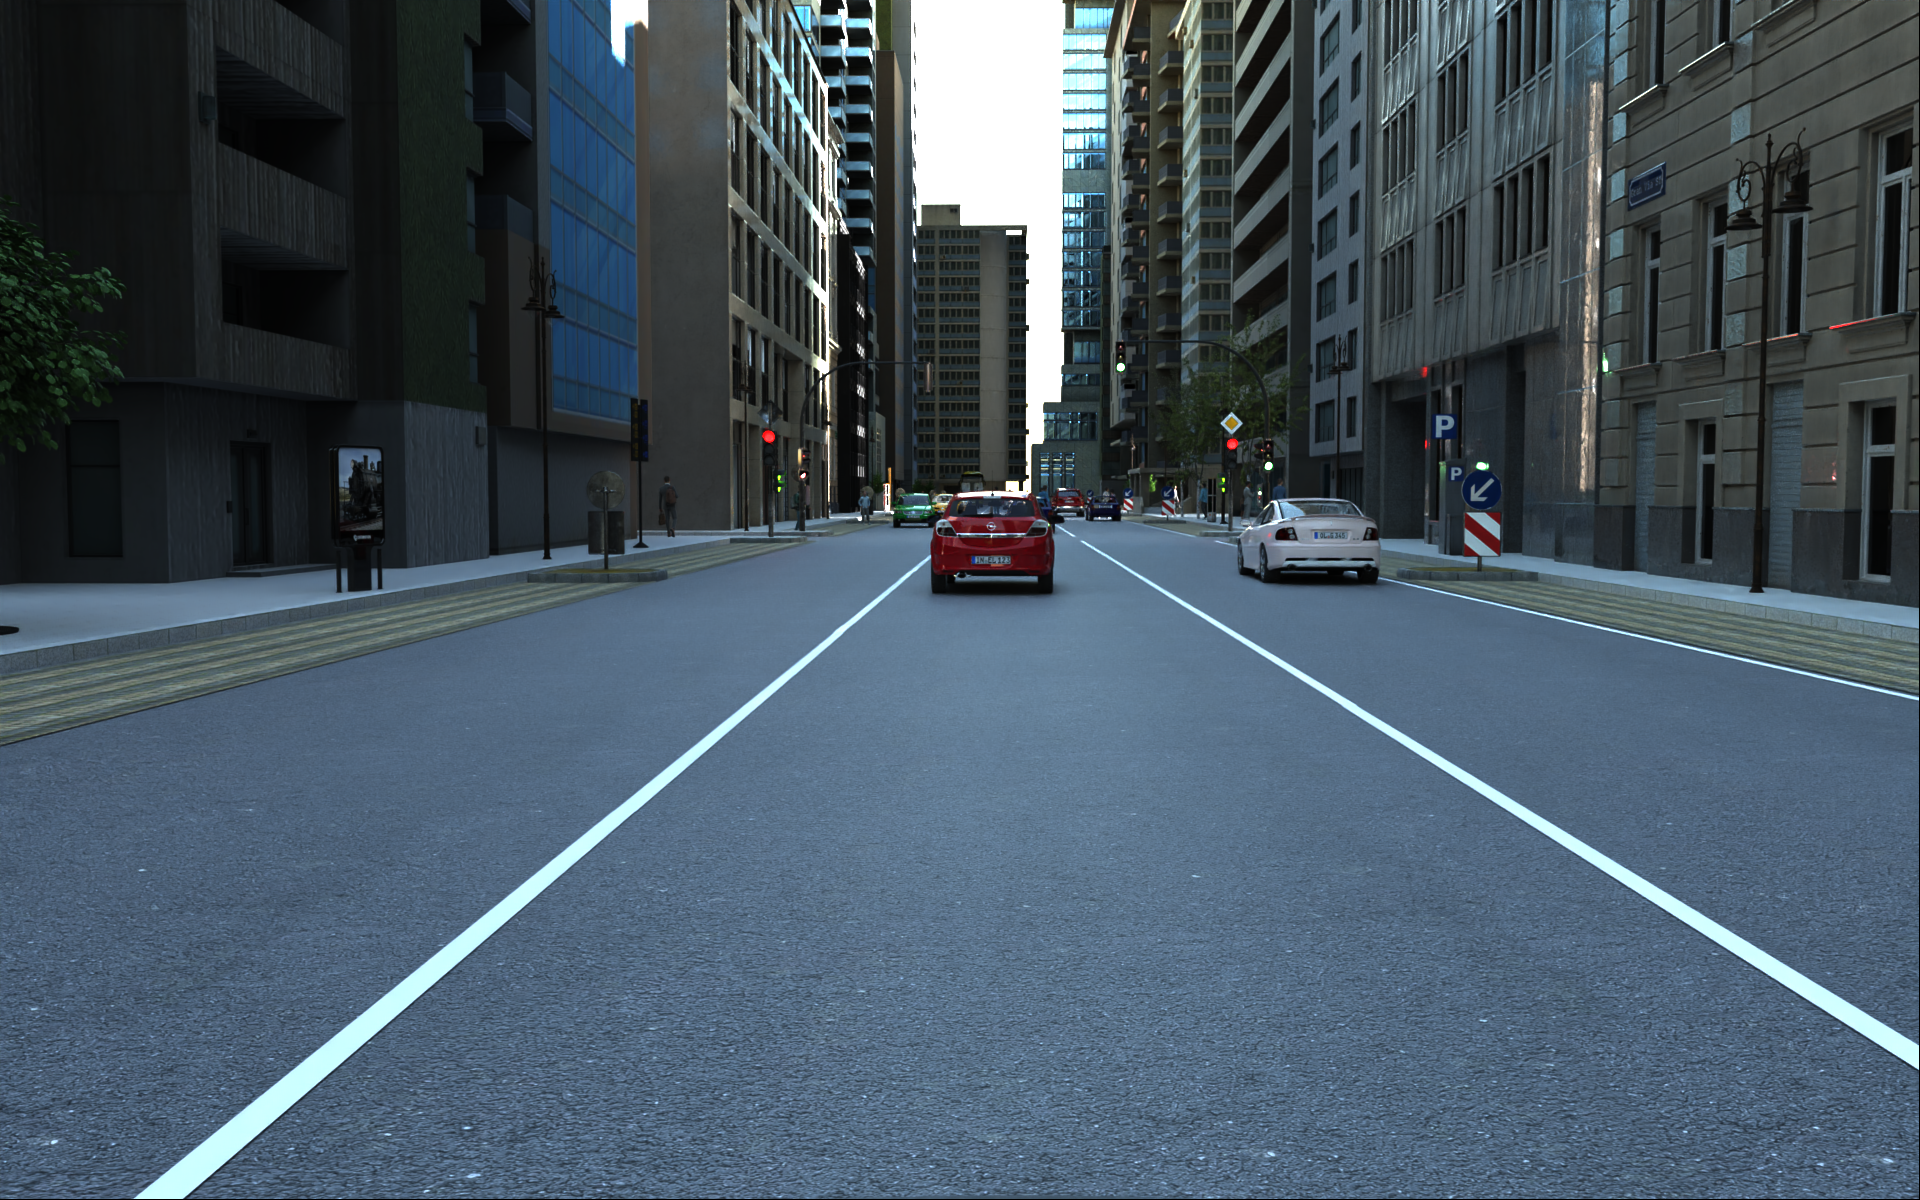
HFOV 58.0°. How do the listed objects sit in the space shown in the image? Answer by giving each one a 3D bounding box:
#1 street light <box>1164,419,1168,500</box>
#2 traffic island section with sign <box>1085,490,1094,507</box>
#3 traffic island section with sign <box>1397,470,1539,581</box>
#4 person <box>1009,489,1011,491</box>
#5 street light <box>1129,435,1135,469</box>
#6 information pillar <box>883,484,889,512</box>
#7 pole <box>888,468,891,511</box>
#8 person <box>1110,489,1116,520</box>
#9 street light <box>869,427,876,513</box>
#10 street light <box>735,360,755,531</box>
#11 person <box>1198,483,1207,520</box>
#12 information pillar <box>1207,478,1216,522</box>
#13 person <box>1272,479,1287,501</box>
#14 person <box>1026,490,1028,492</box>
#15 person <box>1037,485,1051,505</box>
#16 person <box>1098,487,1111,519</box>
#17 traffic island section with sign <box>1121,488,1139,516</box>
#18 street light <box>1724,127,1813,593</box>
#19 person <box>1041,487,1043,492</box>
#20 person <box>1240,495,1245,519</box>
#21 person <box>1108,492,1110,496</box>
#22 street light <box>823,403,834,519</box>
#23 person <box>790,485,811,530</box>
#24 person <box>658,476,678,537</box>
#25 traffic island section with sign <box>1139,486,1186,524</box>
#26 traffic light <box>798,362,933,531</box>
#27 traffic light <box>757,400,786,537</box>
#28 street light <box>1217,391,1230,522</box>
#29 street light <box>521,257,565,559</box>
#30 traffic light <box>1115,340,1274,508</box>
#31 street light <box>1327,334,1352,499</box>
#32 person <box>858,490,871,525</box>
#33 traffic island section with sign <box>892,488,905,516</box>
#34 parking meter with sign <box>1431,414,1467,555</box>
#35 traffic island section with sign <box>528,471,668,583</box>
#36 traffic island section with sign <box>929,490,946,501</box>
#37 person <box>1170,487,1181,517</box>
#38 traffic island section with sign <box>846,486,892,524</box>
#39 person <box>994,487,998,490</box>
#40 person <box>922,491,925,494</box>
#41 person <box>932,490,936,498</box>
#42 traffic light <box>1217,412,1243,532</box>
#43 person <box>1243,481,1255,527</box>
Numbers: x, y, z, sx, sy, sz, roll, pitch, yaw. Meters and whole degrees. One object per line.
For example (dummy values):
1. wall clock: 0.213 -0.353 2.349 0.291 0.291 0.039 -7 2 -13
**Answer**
1. street light: 12.486 -8.098 105.194 0.468 5.910 1.993 0 4 2
2. traffic island section with sign: 11.971 -9.329 161.160 1.989 1.847 2.006 0 4 2
3. traffic island section with sign: 8.493 -1.262 29.264 1.989 1.847 2.006 0 4 2
4. person: 3.749 -7.288 127.931 0.850 1.792 0.678 -2 4 -30
5. street light: 13.238 -9.821 133.358 0.468 5.910 1.993 0 4 2
6. information pillar: -5.335 -7.392 125.346 0.304 2.012 0.304 -3 4 -39
7. pole: -5.416 -8.529 133.289 0.158 3.312 0.155 0 3 0
8. person: 8.634 -5.374 97.201 0.643 1.720 0.563 2 4 26
9. street light: -5.915 -8.816 116.931 0.468 5.910 1.993 0 4 2
10. street light: -7.400 -5.326 59.866 0.468 5.910 1.993 0 4 2
11. person: 12.063 -4.842 85.221 0.660 1.820 0.620 -3 5 -41
12. information pillar: 11.429 -4.534 78.615 0.304 2.012 0.304 3 5 40
13. person: 11.118 -3.312 60.222 0.581 1.822 0.654 1 4 11
14. person: 6.457 -9.654 166.360 1.348 1.823 0.705 0 4 0
15. person: 3.223 -3.568 67.173 0.601 1.785 0.444 3 5 43
16. person: 8.318 -5.596 99.844 0.795 1.843 0.661 -1 4 -9
17. traffic island section with sign: 10.656 -6.283 111.353 1.989 1.847 2.006 0 4 2
18. street light: 10.372 -3.033 22.369 0.468 5.910 1.993 0 4 2
19. person: 4.416 -5.137 92.733 0.529 1.795 0.600 1 4 23
20. person: 14.478 -4.755 88.461 0.373 1.253 0.362 -3 4 -38
21. person: 10.481 -6.960 122.143 0.795 1.843 0.661 0 4 -6
22. street light: -6.761 -7.079 88.524 0.468 5.910 1.993 0 4 2
23. person: -5.700 -3.237 61.771 0.721 1.781 0.623 0 4 6
24. person: -8.688 -2.789 51.607 0.622 1.834 0.822 0 4 -2
25. traffic island section with sign: 9.949 -4.635 84.407 1.989 1.847 2.006 0 4 2
26. traffic light: -3.320 -5.192 59.550 4.771 5.953 1.251 0 4 2
27. traffic light: -5.623 -3.833 51.587 0.839 4.253 0.868 0 4 2
28. street light: 11.693 -6.371 76.946 0.468 5.910 1.993 0 4 2
29. street light: -8.127 -3.738 33.910 0.468 5.910 1.993 0 4 2
30. traffic light: 6.940 -4.677 51.132 4.771 5.953 1.251 0 4 2
31. street light: 10.977 -4.737 50.235 0.468 5.910 1.993 0 4 2
32. person: -4.406 -4.268 80.094 0.589 1.601 0.330 0 4 -8
33. traffic island section with sign: -3.772 -6.276 111.238 1.989 1.847 2.006 0 4 2
34. parking meter with sign: 10.473 -2.486 36.909 0.543 3.016 1.738 0 4 4
35. traffic island section with sign: -5.936 -1.229 28.720 1.989 1.847 2.006 0 4 2
36. traffic island section with sign: -2.450 -9.345 161.421 1.989 1.847 2.006 0 4 2
37. person: 12.261 -5.678 99.061 0.709 1.800 0.728 -3 5 -41
38. traffic island section with sign: -4.477 -4.628 84.292 1.989 1.847 2.006 0 4 2
39. person: 1.906 -5.143 92.567 0.794 1.824 0.713 0 4 -7
40. person: -4.099 -10.933 185.597 0.742 1.727 0.445 -3 5 -39
41. person: -1.700 -6.494 115.674 0.512 1.701 0.522 2 4 30
42. traffic light: 9.243 -4.299 59.201 0.839 4.253 0.868 0 4 2
43. person: 11.412 -3.799 68.344 0.466 1.800 0.511 -1 4 -20
